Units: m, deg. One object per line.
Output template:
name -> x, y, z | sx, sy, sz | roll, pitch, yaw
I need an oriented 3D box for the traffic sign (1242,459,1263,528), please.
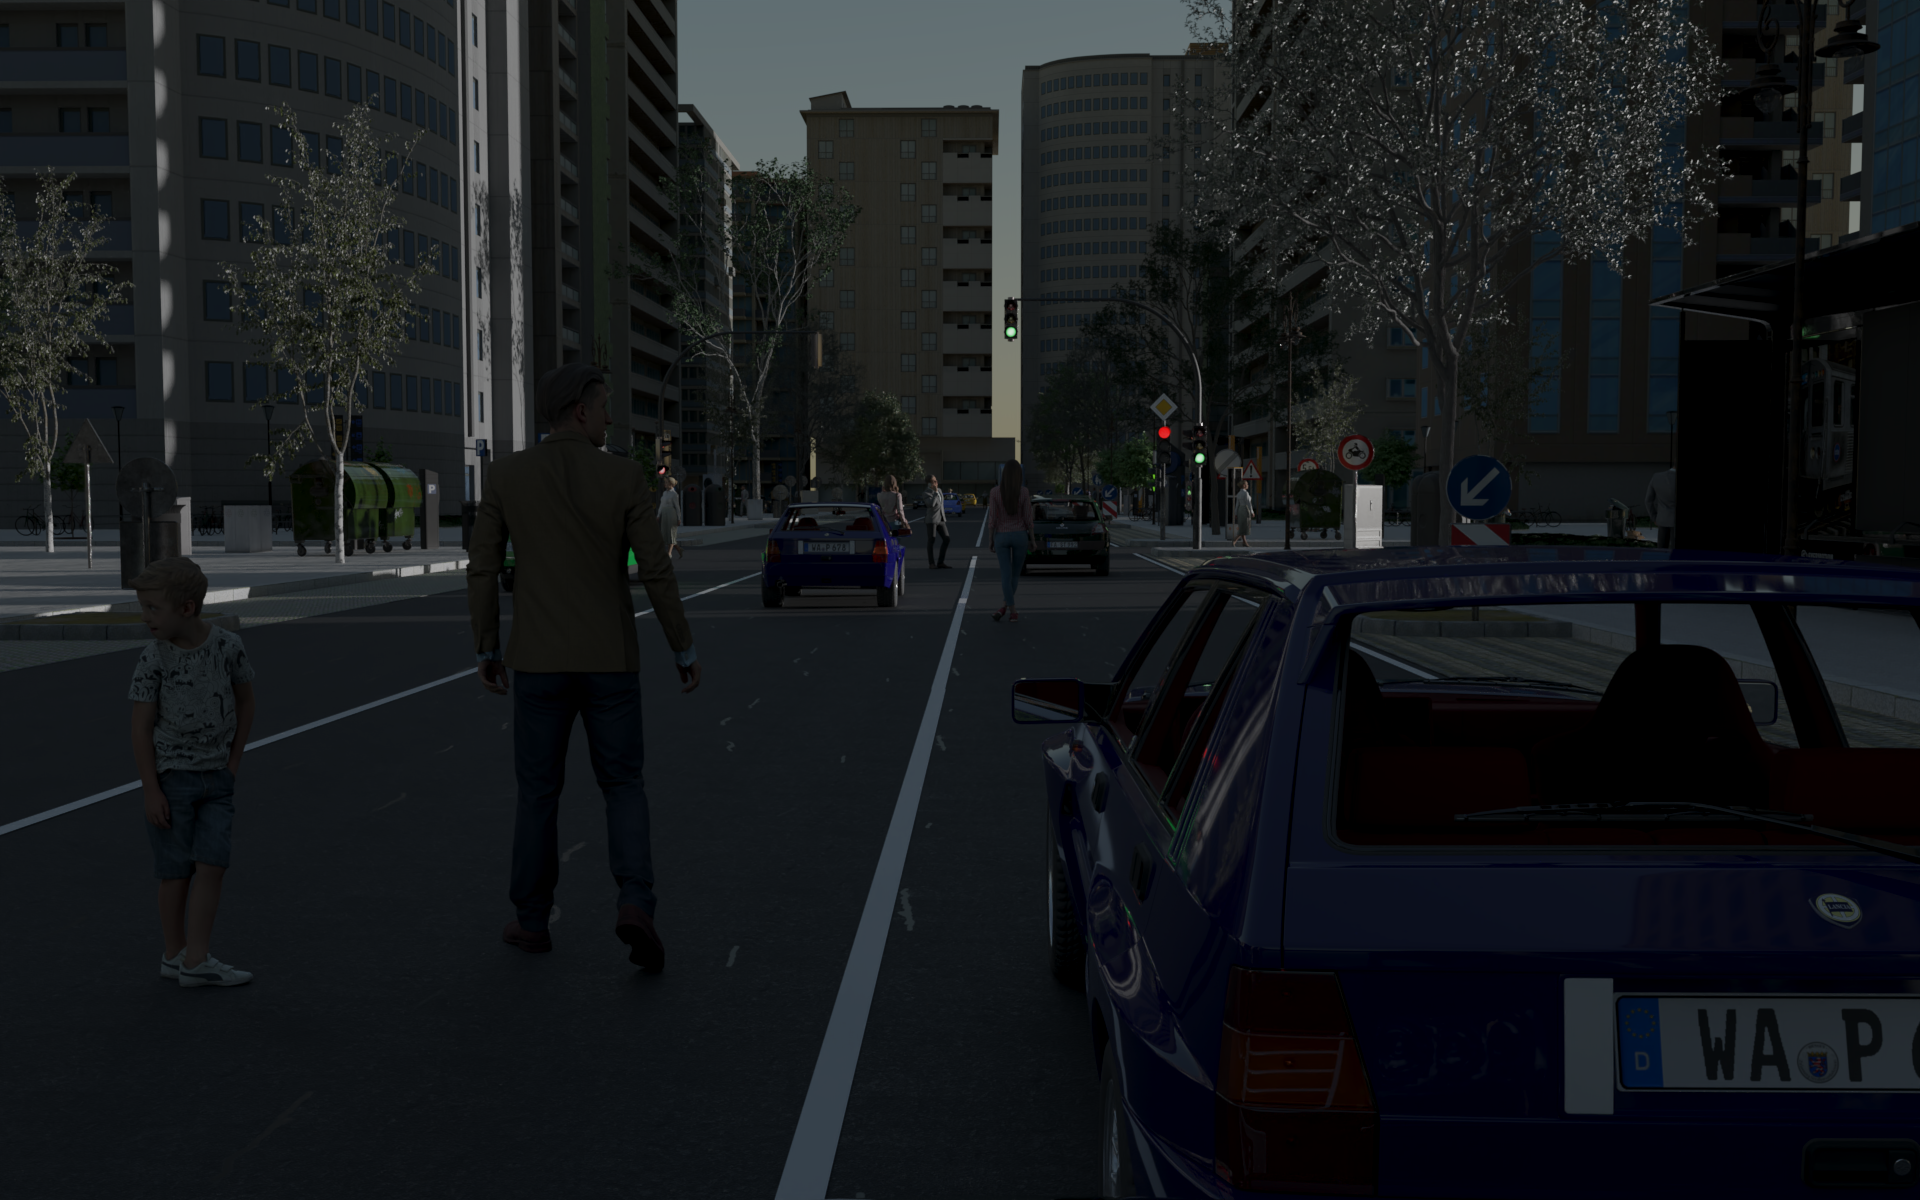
traffic sign -> 10.928, -3.980, 65.079 | 0.884, 2.594, 0.081 | 0, 4, 5

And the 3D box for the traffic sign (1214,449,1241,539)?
traffic sign -> 7.590, -3.004, 49.223 | 0.768, 2.556, 0.104 | 0, 4, 5

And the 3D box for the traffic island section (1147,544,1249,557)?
traffic island section -> 5.527, -1.103, 40.323 | 2.009, 0.180, 2.903 | 0, 4, 1

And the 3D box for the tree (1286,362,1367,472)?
tree -> 19.687, -8.735, 93.182 | 4.360, 8.622, 3.978 | 0, 3, 0

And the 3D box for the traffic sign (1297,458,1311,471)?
traffic sign -> 12.337, -3.748, 61.393 | 0.768, 2.556, 0.104 | 1, 4, 9

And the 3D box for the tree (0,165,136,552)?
tree -> -20.372, -5.359, 37.985 | 4.360, 8.622, 3.978 | 0, 3, 0

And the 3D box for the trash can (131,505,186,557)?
trash can -> -10.867, -0.721, 23.442 | 0.748, 1.137, 0.748 | 0, 3, 0

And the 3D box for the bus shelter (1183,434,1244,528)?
bus shelter -> 10.090, -4.760, 69.115 | 1.731, 3.624, 6.357 | 0, 4, 1

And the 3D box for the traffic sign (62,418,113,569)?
traffic sign -> -14.991, -1.821, 29.772 | 0.884, 2.594, 0.081 | 0, 4, 2

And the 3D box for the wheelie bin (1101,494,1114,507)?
wheelie bin -> 8.651, -5.711, 101.290 | 0.980, 1.594, 0.693 | 2, 4, 25

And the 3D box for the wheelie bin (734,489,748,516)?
wheelie bin -> -12.870, -5.753, 101.969 | 0.980, 1.594, 0.693 | 2, 4, 30

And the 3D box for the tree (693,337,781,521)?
tree -> -10.701, -8.056, 82.070 | 4.360, 8.622, 3.978 | 0, 3, 0

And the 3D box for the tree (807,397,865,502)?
tree -> -9.179, -11.076, 131.456 | 4.360, 8.622, 3.978 | 0, 3, 0

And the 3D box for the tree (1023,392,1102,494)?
tree -> 11.568, -17.125, 186.647 | 9.857, 13.997, 8.962 | 0, 3, 0

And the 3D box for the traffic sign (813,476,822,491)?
traffic sign -> -10.251, -7.578, 124.013 | 0.768, 2.556, 0.104 | 1, 4, 9

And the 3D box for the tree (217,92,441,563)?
tree -> -11.639, -5.003, 32.164 | 4.360, 8.622, 3.978 | 0, 3, 0

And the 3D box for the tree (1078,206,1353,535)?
tree -> 8.060, -7.341, 54.431 | 8.767, 10.594, 7.601 | 0, 4, -1

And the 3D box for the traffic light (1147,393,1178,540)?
traffic light -> 5.635, -3.625, 48.193 | 0.839, 4.253, 0.868 | 0, 4, 1

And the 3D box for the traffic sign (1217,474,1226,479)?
traffic sign -> 9.515, -3.752, 61.347 | 0.884, 2.594, 0.081 | 0, 4, 4

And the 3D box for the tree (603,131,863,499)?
tree -> -11.848, -14.414, 91.557 | 12.611, 20.169, 13.585 | 0, 3, 0

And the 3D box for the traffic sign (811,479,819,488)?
traffic sign -> -10.086, -7.242, 120.534 | 0.606, 2.300, 0.079 | 0, 4, 3

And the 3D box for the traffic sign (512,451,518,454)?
traffic sign -> -12.908, -3.099, 50.774 | 0.768, 2.556, 0.104 | 0, 4, 4

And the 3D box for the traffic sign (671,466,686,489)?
traffic sign -> -12.761, -4.785, 78.343 | 0.768, 2.556, 0.104 | 1, 4, 9

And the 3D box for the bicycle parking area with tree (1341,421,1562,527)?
bicycle parking area with tree -> 19.546, -5.089, 70.201 | 9.016, 4.147, 8.231 | 1, 4, 17

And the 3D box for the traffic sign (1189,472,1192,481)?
traffic sign -> 12.537, -5.616, 91.932 | 0.768, 2.556, 0.104 | 0, 4, 6

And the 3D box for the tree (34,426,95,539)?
tree -> -25.340, -3.354, 49.445 | 1.663, 3.219, 1.824 | 0, 3, 0

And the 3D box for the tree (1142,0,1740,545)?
tree -> 8.101, -7.238, 28.709 | 12.009, 13.543, 11.850 | 0, 3, 0

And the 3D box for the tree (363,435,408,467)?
tree -> -19.026, -3.834, 57.288 | 1.663, 3.219, 1.824 | 0, 3, 0

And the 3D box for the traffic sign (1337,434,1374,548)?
traffic sign -> 8.416, -2.251, 36.910 | 0.768, 2.556, 0.104 | 0, 4, 7

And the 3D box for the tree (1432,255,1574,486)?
tree -> 16.287, -6.289, 53.182 | 4.360, 8.622, 3.978 | 0, 3, 0

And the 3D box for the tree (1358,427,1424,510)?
tree -> 20.922, -6.167, 84.545 | 4.285, 4.588, 4.351 | 0, 3, 0

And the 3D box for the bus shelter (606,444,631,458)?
bus shelter -> -14.270, -4.492, 67.366 | 2.014, 3.302, 5.546 | 0, 4, 1

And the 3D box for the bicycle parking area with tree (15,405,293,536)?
bicycle parking area with tree -> -24.950, -4.230, 56.159 | 8.231, 4.147, 9.016 | 1, 4, 20

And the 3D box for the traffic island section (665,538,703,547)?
traffic island section -> -8.364, -1.608, 48.570 | 2.009, 0.180, 2.903 | 0, 4, 1

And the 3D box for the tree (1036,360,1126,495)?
tree -> 9.441, -12.708, 133.526 | 9.928, 11.665, 9.643 | 0, 3, 0

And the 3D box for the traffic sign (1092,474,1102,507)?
traffic sign -> 8.728, -6.679, 109.312 | 0.768, 2.556, 0.104 | 0, 4, 6

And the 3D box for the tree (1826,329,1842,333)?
tree -> 34.656, -7.112, 66.637 | 4.360, 8.622, 3.978 | 0, 3, 0

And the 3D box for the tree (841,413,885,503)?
tree -> -8.600, -12.686, 157.783 | 4.737, 8.622, 4.395 | 0, 3, 0

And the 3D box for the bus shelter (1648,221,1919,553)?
bus shelter -> 9.145, -1.636, 18.027 | 1.731, 3.624, 6.357 | 0, 4, 1

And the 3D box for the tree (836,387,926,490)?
tree -> -8.853, -16.390, 184.979 | 9.611, 12.733, 9.660 | 0, 3, 0

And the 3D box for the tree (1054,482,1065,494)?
tree -> 11.081, -12.300, 195.699 | 1.663, 3.219, 1.824 | 0, 3, 0

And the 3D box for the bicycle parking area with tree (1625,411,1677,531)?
bicycle parking area with tree -> 26.822, -4.372, 58.488 | 9.016, 4.147, 8.231 | -3, 5, -42

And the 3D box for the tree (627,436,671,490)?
tree -> -10.377, -3.825, 57.138 | 1.663, 3.219, 1.824 | 0, 3, 0

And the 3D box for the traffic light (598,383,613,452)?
traffic light -> -8.472, -3.152, 40.451 | 0.839, 4.253, 0.868 | 0, 4, 1

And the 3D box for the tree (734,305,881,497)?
tree -> -10.202, -12.308, 111.598 | 12.009, 13.543, 11.850 | 0, 3, 0

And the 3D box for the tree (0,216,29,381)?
tree -> -20.227, -5.876, 30.480 | 7.601, 10.594, 8.767 | 1, 4, 12

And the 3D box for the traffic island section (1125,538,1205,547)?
traffic island section -> 5.675, -1.592, 48.306 | 2.009, 0.180, 2.903 | 0, 4, 1

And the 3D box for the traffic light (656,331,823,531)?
traffic light -> -6.231, -4.512, 48.431 | 4.771, 5.953, 1.251 | 0, 4, 1

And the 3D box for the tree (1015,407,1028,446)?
tree -> 9.962, -12.515, 114.996 | 12.009, 13.543, 11.850 | 0, 3, 0

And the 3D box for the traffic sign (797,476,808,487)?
traffic sign -> -10.922, -7.328, 119.924 | 0.768, 2.556, 0.104 | 0, 4, 6

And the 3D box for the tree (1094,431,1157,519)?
tree -> 9.501, -6.468, 89.459 | 4.285, 4.588, 4.351 | 0, 3, 0

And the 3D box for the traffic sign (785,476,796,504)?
traffic sign -> -11.686, -7.296, 119.400 | 0.768, 2.556, 0.104 | 0, 4, 2

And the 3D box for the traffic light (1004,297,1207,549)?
traffic light -> 3.394, -4.002, 40.107 | 4.771, 5.953, 1.251 | 0, 4, 1

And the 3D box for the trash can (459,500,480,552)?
trash can -> -10.708, -1.631, 38.316 | 0.748, 1.137, 0.748 | 0, 3, 0
